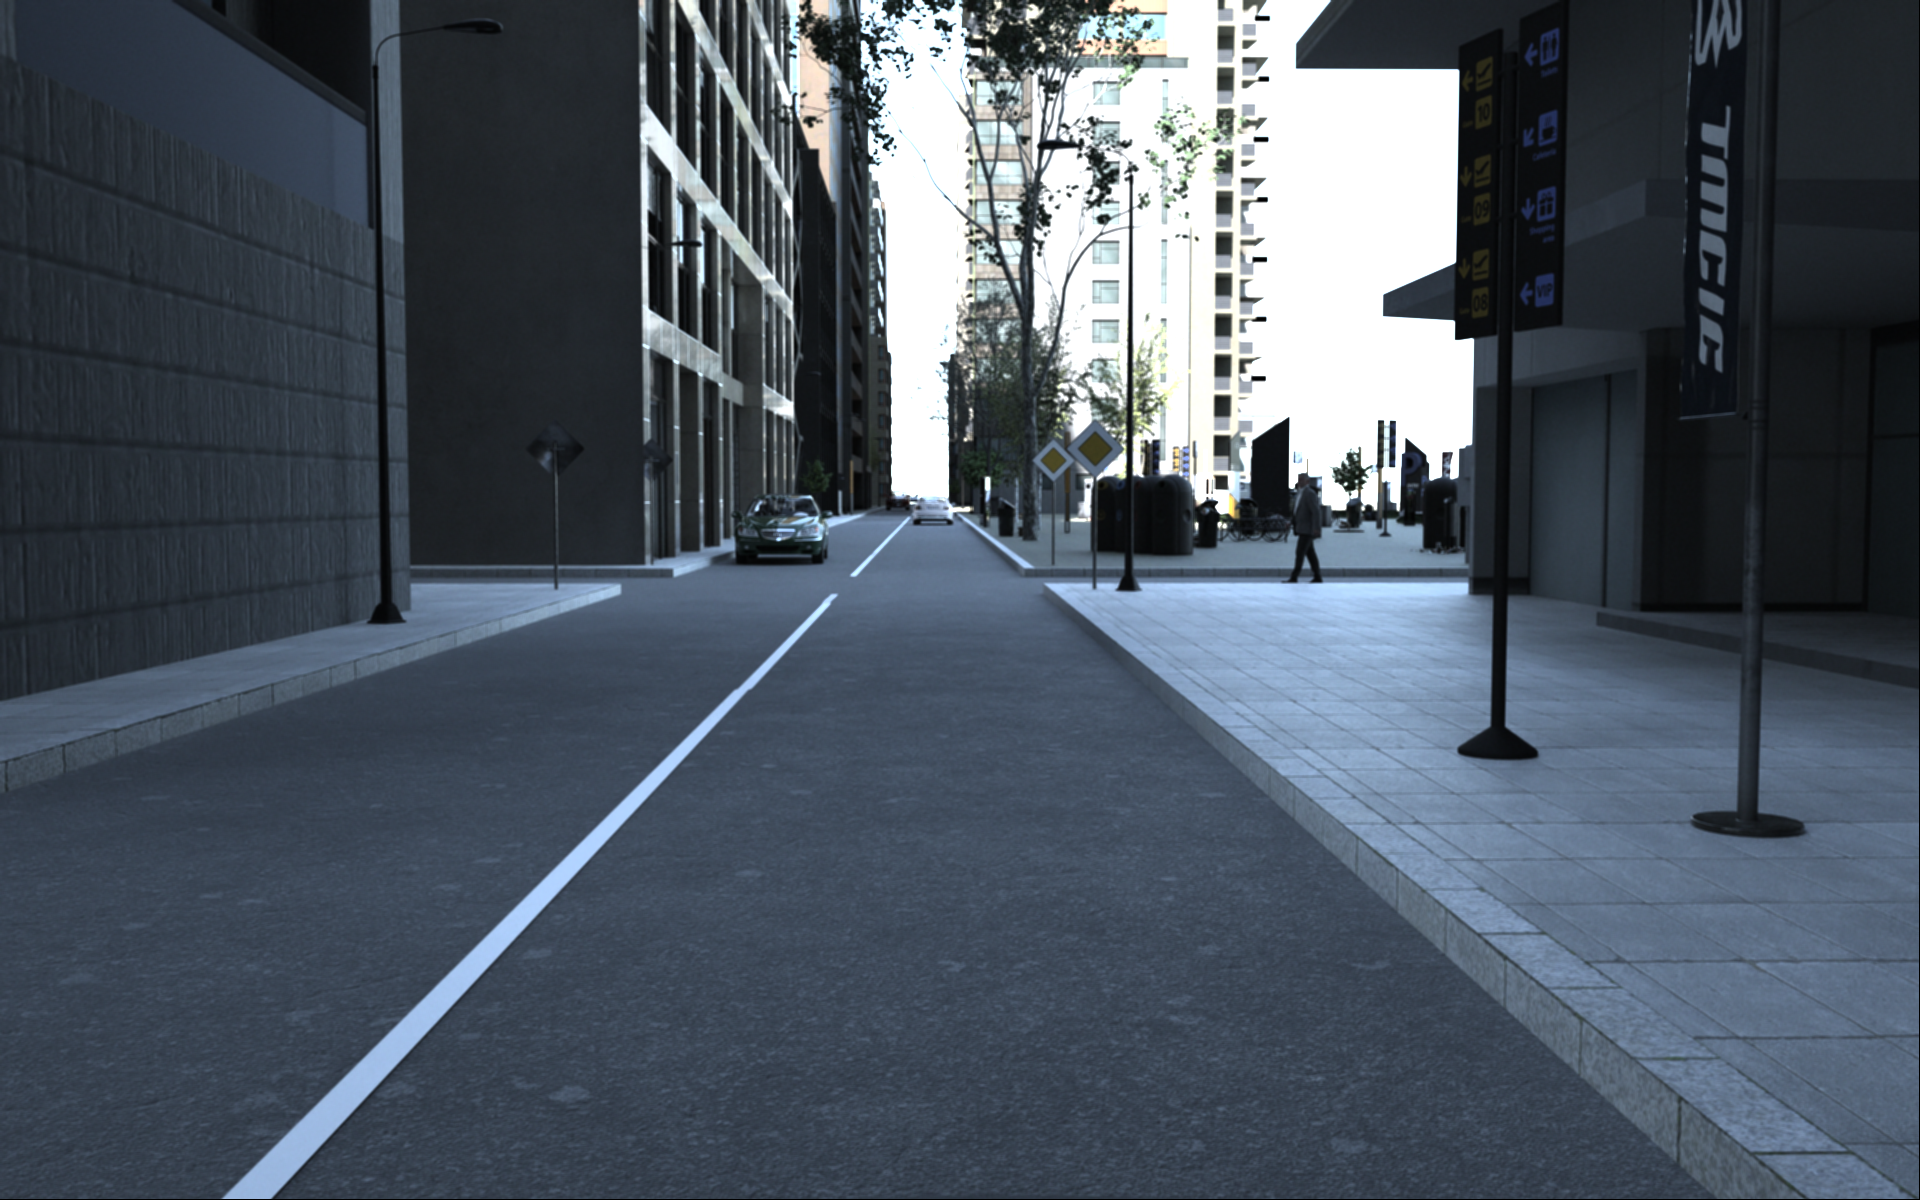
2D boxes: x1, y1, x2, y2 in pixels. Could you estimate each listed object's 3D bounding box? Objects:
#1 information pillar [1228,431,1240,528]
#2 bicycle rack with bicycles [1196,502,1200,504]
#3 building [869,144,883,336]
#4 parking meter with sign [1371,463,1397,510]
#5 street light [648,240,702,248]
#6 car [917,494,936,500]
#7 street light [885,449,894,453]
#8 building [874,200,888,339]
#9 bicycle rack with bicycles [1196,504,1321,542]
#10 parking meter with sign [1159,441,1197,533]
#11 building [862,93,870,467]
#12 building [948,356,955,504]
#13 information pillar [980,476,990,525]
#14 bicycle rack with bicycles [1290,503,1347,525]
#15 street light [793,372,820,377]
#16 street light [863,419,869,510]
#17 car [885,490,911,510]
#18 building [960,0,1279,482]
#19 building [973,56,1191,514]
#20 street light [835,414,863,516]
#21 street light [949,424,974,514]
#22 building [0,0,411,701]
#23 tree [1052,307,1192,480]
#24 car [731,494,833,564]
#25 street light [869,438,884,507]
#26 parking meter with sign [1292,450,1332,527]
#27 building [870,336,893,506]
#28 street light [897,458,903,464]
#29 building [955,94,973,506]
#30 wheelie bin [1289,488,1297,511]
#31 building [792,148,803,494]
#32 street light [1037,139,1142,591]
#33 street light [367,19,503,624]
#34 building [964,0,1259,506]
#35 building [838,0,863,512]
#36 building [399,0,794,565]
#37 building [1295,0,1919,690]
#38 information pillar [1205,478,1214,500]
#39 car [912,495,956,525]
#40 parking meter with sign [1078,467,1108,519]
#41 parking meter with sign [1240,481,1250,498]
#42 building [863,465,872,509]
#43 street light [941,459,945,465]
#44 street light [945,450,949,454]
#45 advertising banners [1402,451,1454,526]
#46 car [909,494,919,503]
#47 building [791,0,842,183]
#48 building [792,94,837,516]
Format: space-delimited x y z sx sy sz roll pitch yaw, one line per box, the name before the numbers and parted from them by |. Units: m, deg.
information pillar | 10.128 -4.435 63.872 0.504 3.616 0.183 -2 4 -31
bicycle rack with bicycles | 13.288 -5.087 96.546 2.925 0.926 2.852 0 4 -7
building | -21.742 -37.516 232.997 23.786 49.044 30.456 0 4 -1
parking meter with sign | 24.043 -6.223 98.012 0.543 3.016 1.738 -2 4 -30
street light | -5.406 -3.624 31.789 1.470 5.913 1.316 0 4 -1
car | -2.415 -7.848 138.101 2.009 1.686 4.222 0 4 -1
street light | -7.746 -12.536 177.496 1.470 5.913 1.316 0 4 -1
building | -17.694 -37.086 256.467 14.600 45.320 14.200 0 4 -1
bicycle rack with bicycles | 8.127 -2.071 47.243 2.925 0.926 2.852 2 4 26
parking meter with sign | 6.888 -3.709 56.904 1.738 3.016 0.543 1 4 14
building | -16.172 -29.831 171.330 14.154 41.232 14.086 0 4 -1
building | 12.325 -23.401 227.641 27.650 21.520 28.899 0 4 -1
information pillar | 1.017 -4.081 71.224 0.304 2.012 0.304 -3 5 -40
bicycle rack with bicycles | 14.901 -3.578 71.879 2.852 0.926 2.925 -1 4 -14
street light | -6.028 -5.730 66.219 1.470 5.913 1.316 0 4 -1
street light | -6.559 -8.260 107.594 1.470 5.913 1.316 0 4 -1
car | -5.466 -8.835 153.117 2.281 1.827 5.304 0 4 0
building | 14.621 -35.417 168.307 28.713 52.752 27.495 0 4 -1
building | 7.853 -21.199 118.310 14.160 30.474 14.107 0 4 -1
street light | -6.572 -7.828 100.526 1.470 5.913 1.316 0 4 -1
street light | 0.200 -8.644 113.867 1.470 5.913 1.316 0 4 -1
building | -19.996 -28.786 12.653 28.212 58.520 21.231 0 4 -1
tree | 6.846 -7.176 67.692 4.737 8.622 4.395 0 3 0
car | -3.784 -1.551 37.163 2.131 1.459 4.920 0 4 -3
street light | -7.233 -10.417 142.854 1.470 5.913 1.316 0 4 -1
parking meter with sign | 13.917 -4.401 68.221 0.543 3.016 1.738 -3 4 -36
building | -22.078 -21.967 204.206 27.650 21.520 28.899 0 4 -1
street light | -8.493 -15.469 225.458 1.470 5.913 1.316 0 4 -1
building | 10.228 -35.330 201.353 21.300 48.544 21.600 0 4 -1
wheelie bin | 16.689 -4.864 87.431 0.980 1.594 0.693 -2 4 -25
building | -15.203 -12.588 73.272 16.820 18.784 16.811 0 4 -1
street light | 1.706 -3.078 22.872 1.470 5.913 1.316 0 4 -1
street light | -5.177 -2.725 17.099 1.470 5.913 1.316 0 4 -1
building | 11.503 -29.649 139.382 22.147 44.769 28.867 0 4 -1
building | -18.505 -31.068 131.661 21.300 48.544 21.600 0 4 -1
building | -15.564 -14.850 47.312 19.350 26.468 34.151 0 4 -1
building | 17.811 -25.651 8.636 28.713 52.752 27.495 0 4 -1
information pillar | 11.124 -4.446 77.180 0.304 2.012 0.304 -3 5 -39
car | -1.245 -4.253 81.891 2.083 1.381 4.827 0 4 0
parking meter with sign | 6.766 -5.656 88.742 0.543 3.016 1.738 -3 5 -41
parking meter with sign | 17.139 -6.564 103.580 1.738 3.016 0.543 -2 4 -29
building | -18.250 -43.681 152.443 20.563 71.187 20.611 0 4 -1
street light | -0.981 -12.856 182.735 1.470 5.913 1.316 0 4 -1
street light | -0.292 -10.742 148.174 1.470 5.913 1.316 0 4 -1
advertising banners | 18.998 -4.532 70.293 2.074 3.025 0.090 0 4 2
car | -7.118 -15.209 260.668 2.014 1.417 4.499 0 4 -2
building | -15.016 -28.327 113.253 14.600 45.320 14.200 0 4 -1
building | -13.363 -16.230 95.040 12.332 23.373 15.834 0 4 -1
